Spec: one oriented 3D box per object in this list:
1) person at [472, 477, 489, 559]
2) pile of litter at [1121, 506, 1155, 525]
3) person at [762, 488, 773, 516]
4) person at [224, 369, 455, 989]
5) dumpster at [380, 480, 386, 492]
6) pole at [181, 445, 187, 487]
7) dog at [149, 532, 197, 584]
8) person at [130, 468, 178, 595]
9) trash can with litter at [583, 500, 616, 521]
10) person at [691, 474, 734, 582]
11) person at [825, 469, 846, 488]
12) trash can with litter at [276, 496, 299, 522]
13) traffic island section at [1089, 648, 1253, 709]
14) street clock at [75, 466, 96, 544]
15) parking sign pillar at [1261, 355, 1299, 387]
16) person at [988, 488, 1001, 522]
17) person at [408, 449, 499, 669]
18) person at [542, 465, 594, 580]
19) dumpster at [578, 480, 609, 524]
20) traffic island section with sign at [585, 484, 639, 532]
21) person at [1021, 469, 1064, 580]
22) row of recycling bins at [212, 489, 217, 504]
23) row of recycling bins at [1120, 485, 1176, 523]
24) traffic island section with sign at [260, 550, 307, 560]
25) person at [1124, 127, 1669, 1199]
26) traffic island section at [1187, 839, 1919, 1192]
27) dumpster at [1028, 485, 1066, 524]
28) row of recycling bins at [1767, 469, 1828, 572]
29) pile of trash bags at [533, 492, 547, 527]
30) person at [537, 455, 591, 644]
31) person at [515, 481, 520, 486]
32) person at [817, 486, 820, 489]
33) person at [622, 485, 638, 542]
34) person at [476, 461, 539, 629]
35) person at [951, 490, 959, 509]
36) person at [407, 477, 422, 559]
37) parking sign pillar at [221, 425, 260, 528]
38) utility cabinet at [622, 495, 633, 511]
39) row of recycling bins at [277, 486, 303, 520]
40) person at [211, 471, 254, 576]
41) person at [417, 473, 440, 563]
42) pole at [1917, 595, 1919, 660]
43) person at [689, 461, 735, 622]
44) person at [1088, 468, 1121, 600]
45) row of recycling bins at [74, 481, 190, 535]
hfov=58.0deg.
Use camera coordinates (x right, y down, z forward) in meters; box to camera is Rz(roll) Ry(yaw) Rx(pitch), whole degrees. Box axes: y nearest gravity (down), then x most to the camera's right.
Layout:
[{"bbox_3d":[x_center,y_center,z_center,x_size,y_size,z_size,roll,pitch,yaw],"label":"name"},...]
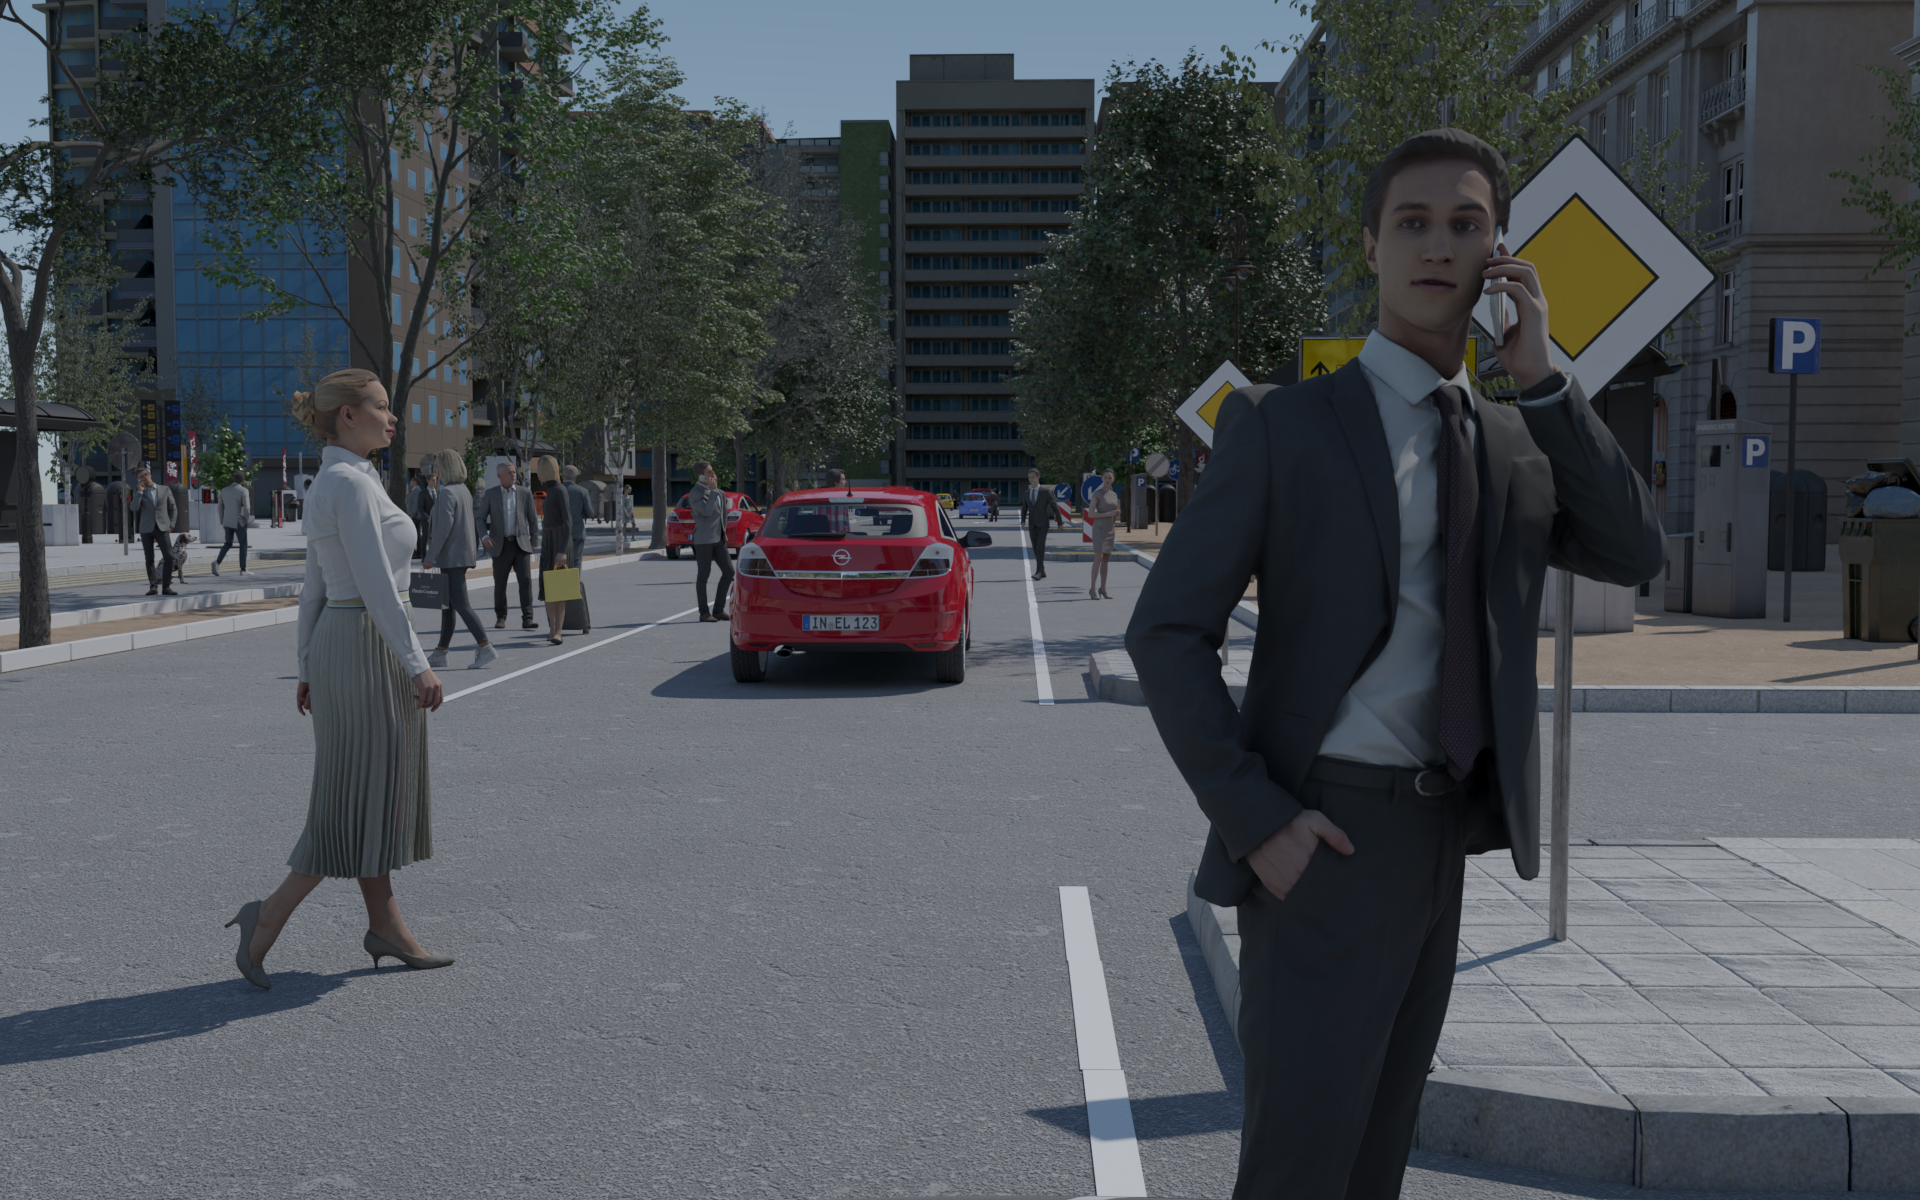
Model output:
[{"bbox_3d":[-10.679,-1.805,38.200,0.526,1.800,0.537,-1,4,-8],"label":"person"},{"bbox_3d":[7.483,-3.577,72.454,1.176,0.858,1.719,-2,4,-24],"label":"pile of litter"},{"bbox_3d":[-9.072,-4.570,82.992,0.755,1.850,0.659,-1,4,-20],"label":"person"},{"bbox_3d":[-1.825,0.224,5.071,0.641,1.798,0.478,-1,4,-18],"label":"person"},{"bbox_3d":[-19.244,-3.201,54.824,1.502,2.255,1.985,0,4,2],"label":"dumpster"},{"bbox_3d":[-32.237,-4.781,72.009,0.158,3.312,0.155,0,3,0],"label":"pole"},{"bbox_3d":[-12.692,-0.664,27.687,0.800,0.831,0.513,1,4,14],"label":"dog"},{"bbox_3d":[-11.409,-0.971,24.555,0.592,1.802,0.473,-1,4,-11],"label":"person"},{"bbox_3d":[-16.786,-4.358,82.303,2.233,1.210,1.678,0,4,1],"label":"trash can with litter"},{"bbox_3d":[-3.978,-1.169,28.014,0.661,1.777,0.834,-3,5,-44],"label":"person"},{"bbox_3d":[-1.503,-0.650,19.962,0.643,1.720,0.563,-3,5,-42],"label":"person"},{"bbox_3d":[-30.645,-4.120,78.745,0.624,1.170,1.055,3,5,44],"label":"trash can with litter"},{"bbox_3d":[2.005,0.569,12.985,2.009,0.180,2.903,0,4,2],"label":"traffic island section"},{"bbox_3d":[-22.538,-2.453,44.671,0.471,2.002,0.358,1,4,15],"label":"street clock"},{"bbox_3d":[5.783,-2.568,30.456,1.447,3.967,1.447,2,4,34],"label":"parking sign pillar"},{"bbox_3d":[1.784,-4.903,89.460,0.445,1.727,0.742,2,4,30],"label":"person"},{"bbox_3d":[-4.167,-0.337,14.197,0.728,1.800,0.709,0,4,6],"label":"person"},{"bbox_3d":[-5.048,-0.836,22.345,0.661,1.801,0.590,-1,4,-10],"label":"person"},{"bbox_3d":[-15.834,-4.198,74.401,1.264,1.857,1.865,0,4,2],"label":"dumpster"},{"bbox_3d":[-13.243,-3.481,65.544,1.989,1.847,2.006,0,4,2],"label":"traffic island section with sign"},{"bbox_3d":[1.282,-1.256,28.810,0.659,1.850,0.755,2,4,30],"label":"person"},{"bbox_3d":[-33.805,-4.484,80.428,1.069,1.692,3.534,-3,5,-42],"label":"row of recycling bins"},{"bbox_3d":[8.965,-4.352,78.262,3.534,1.692,1.069,-1,4,-17],"label":"row of recycling bins"},{"bbox_3d":[-14.134,-1.820,38.383,1.989,1.847,2.006,0,4,2],"label":"traffic island section with sign"},{"bbox_3d":[0.579,0.342,2.264,0.648,1.900,0.474,-3,4,-36],"label":"person"},{"bbox_3d":[1.744,1.057,5.005,2.009,0.180,2.903,0,4,2],"label":"traffic island section"},{"bbox_3d":[4.113,-4.485,81.551,1.865,1.857,1.264,0,4,0],"label":"dumpster"},{"bbox_3d":[13.997,-1.414,30.235,1.069,1.692,3.534,0,4,2],"label":"row of recycling bins"},{"bbox_3d":[-17.818,-3.543,67.684,3.447,1.369,1.912,0,4,-3],"label":"pile of trash bags"},{"bbox_3d":[-3.891,-0.506,16.995,0.699,1.804,1.509,0,4,4],"label":"person"},{"bbox_3d":[-13.730,-2.762,53.429,0.659,1.850,0.755,0,4,3],"label":"person"},{"bbox_3d":[-6.775,-4.527,82.505,0.713,1.824,0.794,2,4,31],"label":"person"},{"bbox_3d":[-9.930,-2.582,51.715,0.522,1.701,0.512,1,4,17],"label":"person"},{"bbox_3d":[-4.743,-0.576,18.315,0.661,1.777,0.834,-2,4,-32],"label":"person"},{"bbox_3d":[-0.484,-9.459,163.295,0.705,1.807,1.348,-3,4,-37],"label":"person"},{"bbox_3d":[-12.067,-1.807,38.231,0.473,1.802,0.592,1,4,9],"label":"person"},{"bbox_3d":[-27.266,-4.706,65.410,1.447,3.967,1.447,1,4,13],"label":"parking sign pillar"},{"bbox_3d":[-16.636,-4.566,85.818,0.306,1.237,1.020,2,4,29],"label":"utility cabinet"},{"bbox_3d":[-32.422,-4.880,86.901,3.534,1.692,1.069,-1,4,-16],"label":"row of recycling bins"},{"bbox_3d":[-12.712,-1.342,30.285,0.661,1.843,0.795,1,4,18],"label":"person"},{"bbox_3d":[-10.719,-1.652,35.288,0.755,1.850,0.659,3,4,37],"label":"person"},{"bbox_3d":[7.532,-1.191,13.324,0.158,3.312,0.155,0,3,0],"label":"pole"},{"bbox_3d":[-2.773,-0.657,19.426,0.473,1.802,0.592,3,4,37],"label":"person"},{"bbox_3d":[1.978,-0.903,23.612,0.599,1.781,0.374,-3,5,-40],"label":"person"},{"bbox_3d":[-26.707,-2.990,55.999,1.069,1.692,3.534,3,5,40],"label":"row of recycling bins"}]
